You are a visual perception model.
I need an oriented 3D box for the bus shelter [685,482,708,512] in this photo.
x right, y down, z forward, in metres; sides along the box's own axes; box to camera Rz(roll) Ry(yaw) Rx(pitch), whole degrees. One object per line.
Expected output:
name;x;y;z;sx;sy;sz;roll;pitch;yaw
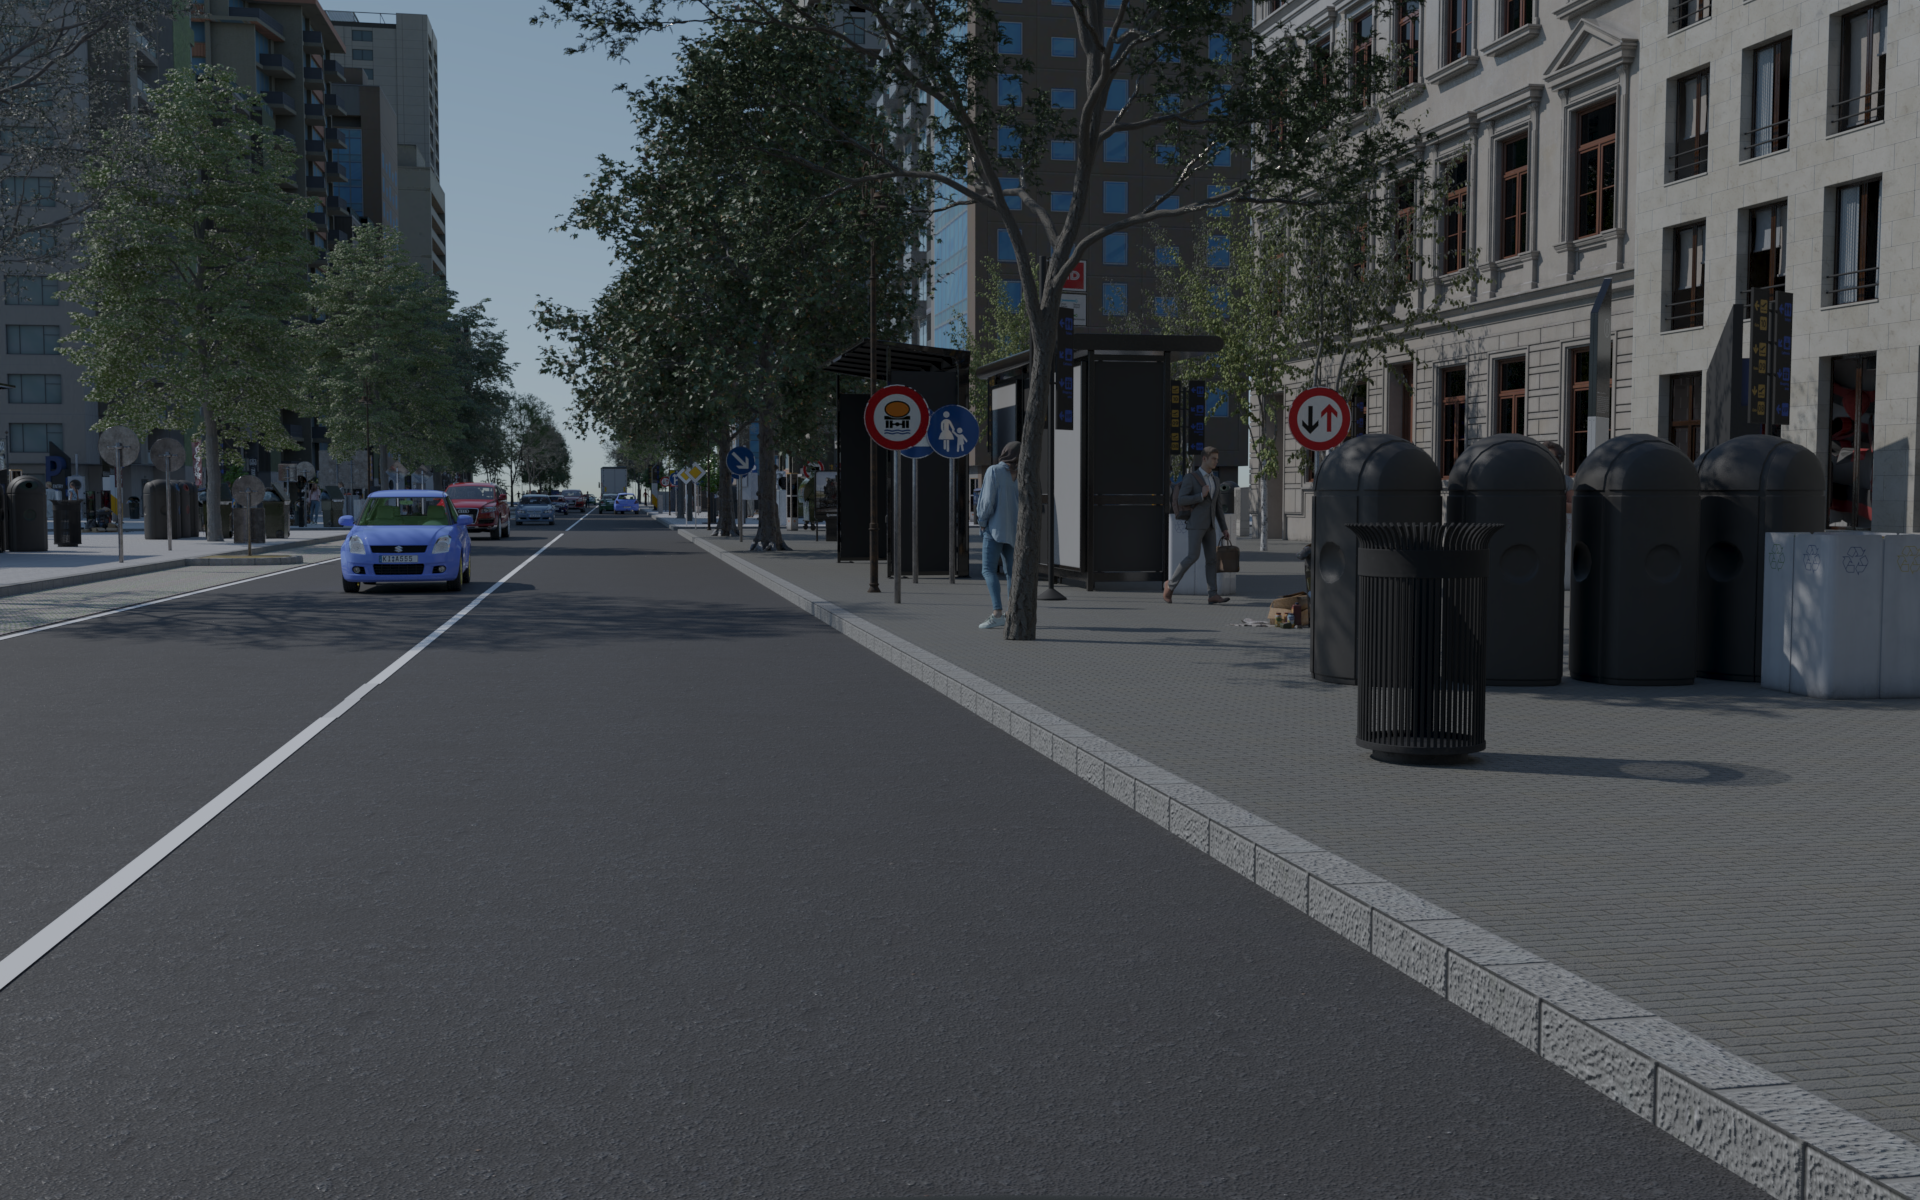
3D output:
bus shelter;-21.472;-9.870;139.000;2.179;5.291;8.768;-1;4;-11

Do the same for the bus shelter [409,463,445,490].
bus shelter;-34.555;-7.225;112.060;2.014;3.302;5.546;-1;4;-11

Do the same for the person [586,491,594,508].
person;-38.336;-10.350;178.438;1.217;1.736;0.721;-2;4;-24

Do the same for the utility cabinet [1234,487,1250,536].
utility cabinet;8.578;-2.697;52.772;0.318;1.500;1.173;0;4;0

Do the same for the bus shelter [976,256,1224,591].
bus shelter;1.628;-3.018;26.977;2.179;5.291;8.768;-1;4;-11

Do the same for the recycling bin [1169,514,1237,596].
recycling bin;3.108;-0.588;22.174;0.722;1.027;0.722;1;4;22

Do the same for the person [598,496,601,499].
person;-40.212;-11.151;194.036;0.991;1.433;0.599;1;4;13

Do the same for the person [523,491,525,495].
person;-59.845;-14.101;237.318;0.721;1.736;1.217;0;4;1

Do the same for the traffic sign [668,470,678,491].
traffic sign;-23.102;-9.187;144.078;2.265;3.308;0.079;0;4;-4

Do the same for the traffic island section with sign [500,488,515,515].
traffic island section with sign;-30.804;-6.598;116.507;1.989;1.847;2.006;-1;4;-11

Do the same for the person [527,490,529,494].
person;-55.637;-13.314;223.812;1.348;1.812;0.705;3;4;36

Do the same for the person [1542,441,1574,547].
person;5.439;-0.610;16.380;0.716;1.782;0.532;1;4;22

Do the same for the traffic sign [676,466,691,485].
traffic sign;-10.971;-4.119;69.530;0.795;2.593;0.064;-1;4;-11

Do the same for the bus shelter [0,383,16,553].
bus shelter;-20.699;-2.640;34.445;1.731;3.624;6.357;-1;4;-11

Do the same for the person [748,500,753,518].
person;-11.567;-5.418;94.805;0.511;1.800;0.466;2;4;35

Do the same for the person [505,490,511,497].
person;-58.436;-13.254;222.712;1.348;1.831;0.705;0;4;-6

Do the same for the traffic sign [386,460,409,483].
traffic sign;-19.402;-3.519;59.724;0.795;2.593;0.064;-1;4;-11

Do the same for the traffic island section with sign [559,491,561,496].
traffic island section with sign;-62.063;-16.141;272.528;1.989;1.847;2.006;-1;4;-11

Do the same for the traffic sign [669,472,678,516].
traffic sign;-16.732;-6.235;102.051;0.768;2.556;0.104;0;4;-5

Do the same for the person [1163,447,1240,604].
person;2.810;-0.867;20.186;0.822;1.834;0.622;3;5;43

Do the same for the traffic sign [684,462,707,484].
traffic sign;-9.402;-3.640;61.700;0.795;2.593;0.064;-1;4;-11

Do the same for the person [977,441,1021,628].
person;0.420;-0.637;16.729;0.793;1.790;0.793;1;4;17

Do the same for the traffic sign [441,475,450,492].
traffic sign;-34.332;-7.045;115.287;0.768;2.556;0.104;0;4;-6

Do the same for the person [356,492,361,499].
person;-51.471;-8.649;148.391;0.436;1.711;0.756;1;4;20

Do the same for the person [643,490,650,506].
person;-34.956;-11.423;192.763;0.705;1.831;1.348;2;4;23

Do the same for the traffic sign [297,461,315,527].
traffic sign;-25.574;-4.131;67.644;0.768;2.556;0.104;0;4;-3

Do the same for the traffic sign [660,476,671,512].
traffic sign;-21.348;-7.676;125.610;0.768;2.556;0.104;0;4;-6

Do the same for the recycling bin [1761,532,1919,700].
recycling bin;5.695;0.086;11.154;0.722;1.027;0.722;0;4;-8

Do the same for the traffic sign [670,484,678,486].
traffic sign;-19.864;-7.416;121.254;0.884;2.594;0.081;0;4;-4

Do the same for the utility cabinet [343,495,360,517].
utility cabinet;-32.650;-4.981;92.607;1.020;1.237;0.306;-1;4;-13

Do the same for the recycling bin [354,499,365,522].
recycling bin;-27.353;-4.096;79.519;0.722;1.027;0.722;-3;5;-41

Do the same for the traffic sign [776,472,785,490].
traffic sign;-8.087;-4.607;77.460;0.606;2.300;0.079;0;4;-6

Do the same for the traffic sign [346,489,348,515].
traffic sign;-31.780;-5.481;89.722;0.768;2.556;0.104;0;4;-2

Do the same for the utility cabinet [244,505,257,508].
utility cabinet;-43.302;-5.930;105.638;0.318;1.500;1.173;0;4;3

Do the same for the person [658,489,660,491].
person;-29.571;-10.034;170.113;1.348;1.821;0.705;-2;4;-31

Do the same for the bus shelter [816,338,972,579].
bus shelter;-1.204;-2.325;29.292;1.731;3.624;6.357;-1;4;-11

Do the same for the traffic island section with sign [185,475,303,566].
traffic island section with sign;-14.536;-1.632;35.310;1.989;1.847;2.006;-1;4;-11

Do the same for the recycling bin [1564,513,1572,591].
recycling bin;8.178;-0.660;23.340;0.722;1.027;0.722;-1;4;-9

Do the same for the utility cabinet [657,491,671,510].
utility cabinet;-23.223;-7.787;135.991;1.173;1.500;0.318;0;4;-5

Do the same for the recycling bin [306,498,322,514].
recycling bin;-42.356;-6.173;113.487;0.722;1.027;0.722;2;4;32

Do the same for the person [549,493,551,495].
person;-64.149;-16.219;271.941;1.217;1.735;0.721;0;4;-7

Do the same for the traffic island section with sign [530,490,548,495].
traffic island section with sign;-40.589;-9.584;165.331;1.989;1.847;2.006;-1;4;-11

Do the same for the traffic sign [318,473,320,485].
traffic sign;-30.305;-4.926;82.674;0.606;2.300;0.079;-1;4;-11

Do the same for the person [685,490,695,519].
person;-14.094;-4.998;90.356;0.503;1.515;0.523;-2;4;-31

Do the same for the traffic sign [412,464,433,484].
traffic sign;-20.971;-3.998;67.554;0.795;2.593;0.064;-1;4;-11

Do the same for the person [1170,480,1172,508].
person;5.842;-2.682;50.170;0.573;1.790;0.520;1;4;9

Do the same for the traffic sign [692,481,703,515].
traffic sign;-15.684;-6.343;103.820;0.768;2.556;0.104;0;4;-7

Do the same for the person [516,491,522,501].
person;-70.082;-16.440;274.978;1.348;1.807;0.705;-2;4;-25

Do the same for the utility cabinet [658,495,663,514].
utility cabinet;-19.640;-6.266;113.612;0.306;1.237;1.020;-1;4;-9

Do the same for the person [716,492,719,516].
person;-14.205;-5.720;99.746;0.590;1.801;0.661;0;4;-2

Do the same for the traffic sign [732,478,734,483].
traffic sign;-14.139;-6.437;105.356;0.768;2.556;0.104;0;4;-6

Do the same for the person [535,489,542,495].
person;-34.832;-8.237;143.142;1.348;1.831;0.705;0;4;1

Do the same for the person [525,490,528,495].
person;-56.981;-13.576;228.150;0.705;1.807;1.348;1;4;12

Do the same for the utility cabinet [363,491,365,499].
utility cabinet;-37.752;-6.284;111.424;1.173;1.500;0.318;-2;4;-35

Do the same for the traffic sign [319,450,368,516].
traffic sign;-28.705;-5.315;80.775;2.265;3.308;0.079;0;4;-6
